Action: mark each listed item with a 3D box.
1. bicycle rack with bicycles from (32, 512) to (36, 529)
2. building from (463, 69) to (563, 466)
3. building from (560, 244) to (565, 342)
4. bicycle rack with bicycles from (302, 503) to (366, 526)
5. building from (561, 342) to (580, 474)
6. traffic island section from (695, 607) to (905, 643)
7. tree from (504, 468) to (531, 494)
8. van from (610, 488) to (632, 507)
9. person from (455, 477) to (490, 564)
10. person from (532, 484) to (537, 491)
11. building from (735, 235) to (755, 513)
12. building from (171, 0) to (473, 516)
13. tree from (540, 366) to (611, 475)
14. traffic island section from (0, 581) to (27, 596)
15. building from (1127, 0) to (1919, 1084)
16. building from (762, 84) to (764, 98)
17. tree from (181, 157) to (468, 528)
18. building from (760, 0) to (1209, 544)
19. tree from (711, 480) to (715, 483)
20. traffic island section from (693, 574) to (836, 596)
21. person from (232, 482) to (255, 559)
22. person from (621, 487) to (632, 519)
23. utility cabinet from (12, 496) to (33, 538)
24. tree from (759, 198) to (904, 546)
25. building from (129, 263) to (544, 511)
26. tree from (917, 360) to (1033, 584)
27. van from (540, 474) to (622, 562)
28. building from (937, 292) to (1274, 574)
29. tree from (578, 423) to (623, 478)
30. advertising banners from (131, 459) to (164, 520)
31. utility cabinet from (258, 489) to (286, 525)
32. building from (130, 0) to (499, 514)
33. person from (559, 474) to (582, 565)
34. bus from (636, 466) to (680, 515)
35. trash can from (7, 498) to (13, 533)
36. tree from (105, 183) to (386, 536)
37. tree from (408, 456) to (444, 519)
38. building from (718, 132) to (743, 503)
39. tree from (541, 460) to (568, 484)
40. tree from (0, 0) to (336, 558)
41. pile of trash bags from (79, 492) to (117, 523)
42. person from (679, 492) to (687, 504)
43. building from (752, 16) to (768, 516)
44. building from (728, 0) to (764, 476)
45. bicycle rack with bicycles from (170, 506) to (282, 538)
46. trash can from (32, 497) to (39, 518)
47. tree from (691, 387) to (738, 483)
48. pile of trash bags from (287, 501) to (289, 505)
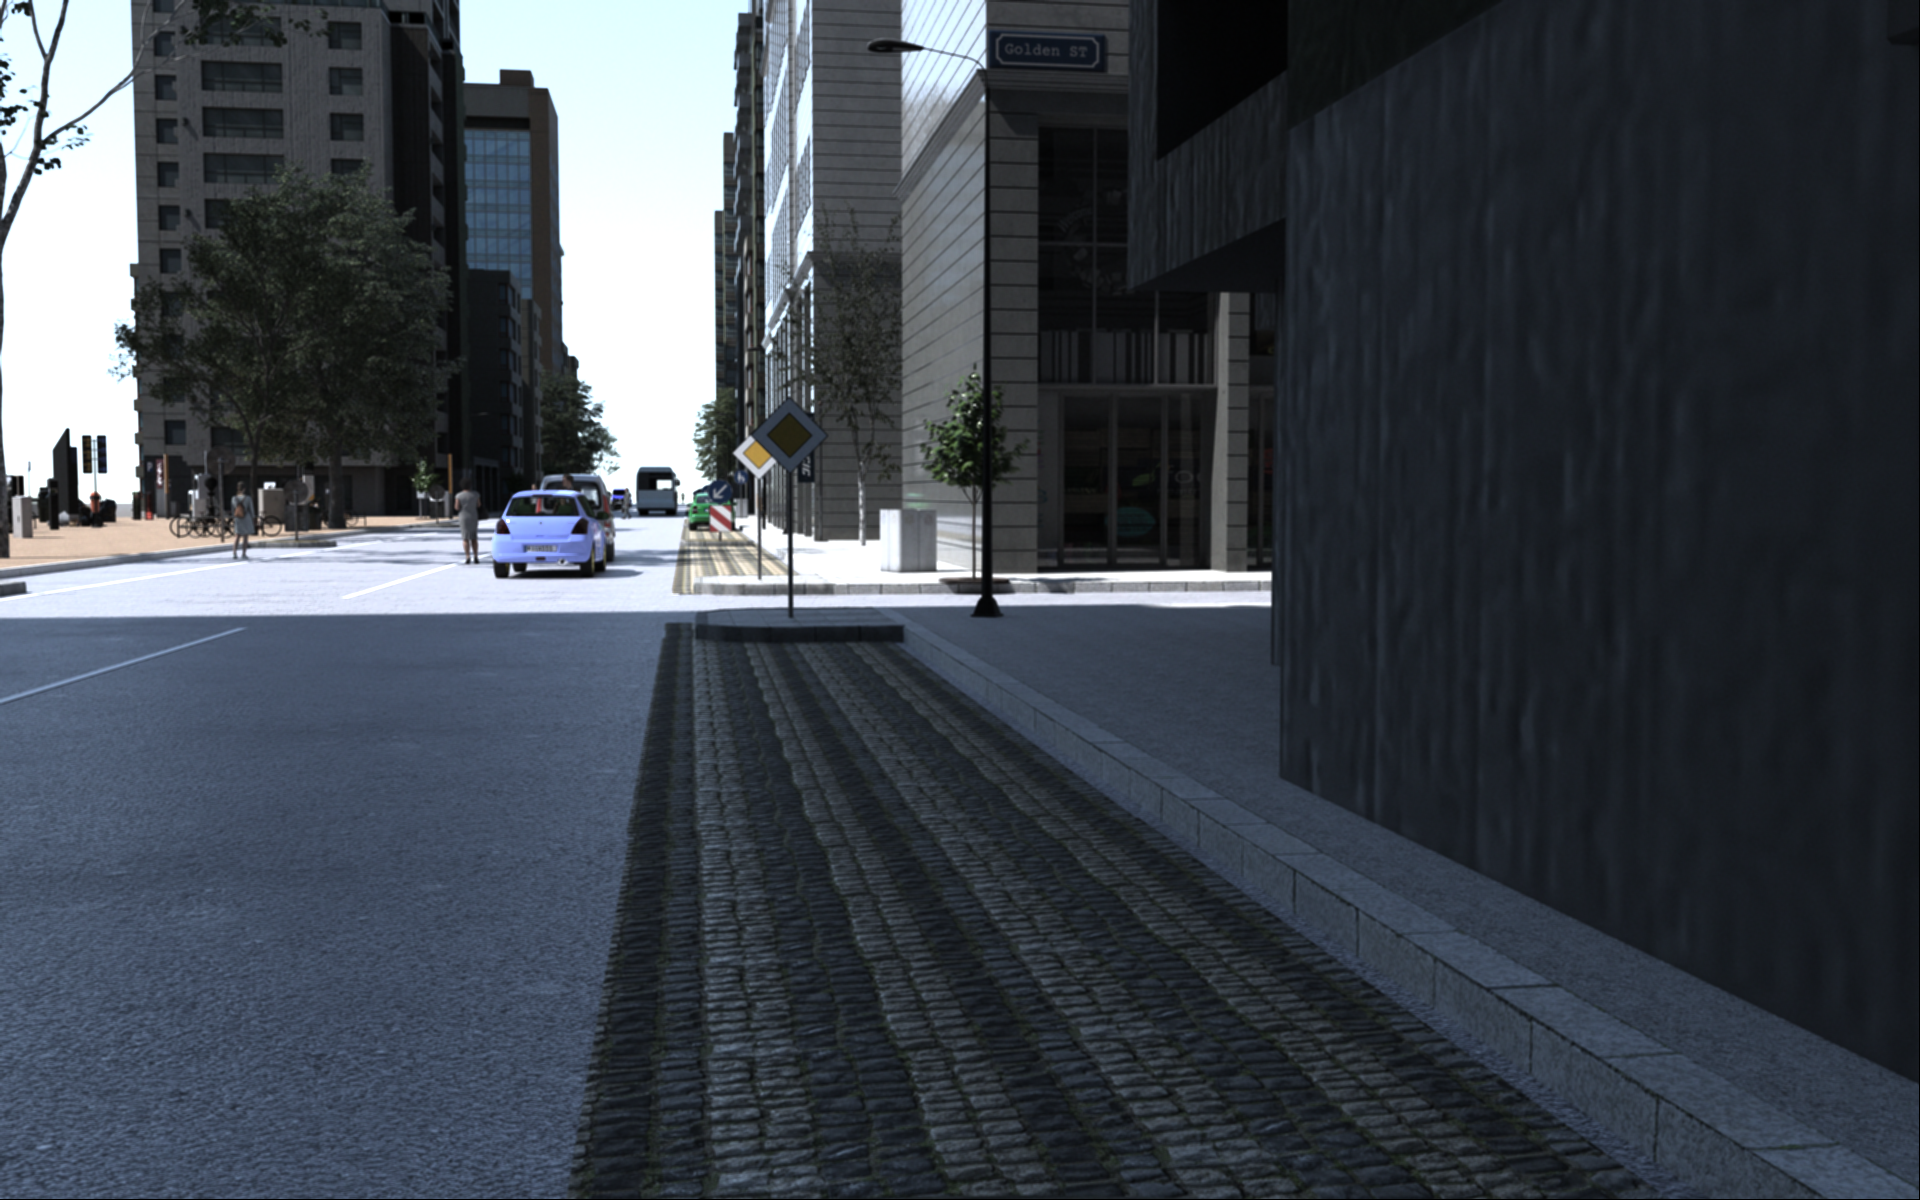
[{"bbox_3d":[-35.186,-3.077,63.693,2.852,0.926,2.925,1,4,9],"label":"bicycle rack with bicycles"},{"bbox_3d":[-50.583,-32.815,186.639,14.600,45.320,14.200,-1,4,-9],"label":"building"},{"bbox_3d":[-66.589,-33.147,233.828,32.217,40.220,23.993,-1,4,-9],"label":"building"},{"bbox_3d":[-25.281,-3.410,69.136,2.852,0.926,2.925,2,4,24],"label":"bicycle rack with bicycles"},{"bbox_3d":[-60.772,-22.232,208.531,27.650,21.520,28.899,-1,4,-9],"label":"building"},{"bbox_3d":[-1.741,0.259,18.039,2.009,0.180,2.903,-1,4,-9],"label":"traffic island section"},{"bbox_3d":[-33.016,-8.297,130.263,1.663,3.219,1.824,0,3,0],"label":"tree"},{"bbox_3d":[-36.188,-11.061,185.225,2.240,2.365,5.245,0,4,-7],"label":"van"},{"bbox_3d":[-10.018,-1.631,35.520,0.716,1.782,0.532,-2,4,-30],"label":"person"},{"bbox_3d":[-15.499,-3.340,63.201,0.635,1.810,0.391,2,4,32],"label":"person"},{"bbox_3d":[-2.817,-17.573,132.360,27.650,21.520,28.899,-1,4,-9],"label":"building"},{"bbox_3d":[-37.584,-20.321,103.948,14.160,30.474,14.107,-1,4,-9],"label":"building"},{"bbox_3d":[-39.975,-16.277,172.777,9.857,13.997,8.962,0,3,0],"label":"tree"},{"bbox_3d":[-14.430,-0.114,24.147,2.009,0.180,2.903,-1,4,-9],"label":"traffic island section"},{"bbox_3d":[8.057,-14.579,10.065,14.160,30.474,14.107,-1,4,-9],"label":"building"},{"bbox_3d":[-2.548,-18.113,89.654,14.314,27.812,24.014,-1,4,-9],"label":"building"},{"bbox_3d":[-23.474,-9.656,64.530,9.857,13.997,8.962,0,3,0],"label":"tree"},{"bbox_3d":[-1.002,-17.433,62.519,11.434,29.767,29.804,-1,4,-9],"label":"building"},{"bbox_3d":[-30.963,-13.626,217.390,1.663,3.219,1.824,0,3,0],"label":"tree"},{"bbox_3d":[-2.977,-0.223,25.929,2.009,0.180,2.903,-1,4,-9],"label":"traffic island section"},{"bbox_3d":[-15.792,-1.749,38.105,0.512,1.701,0.522,-1,4,-9],"label":"person"},{"bbox_3d":[-19.142,-5.546,99.279,0.767,1.812,0.694,-2,4,-33],"label":"person"},{"bbox_3d":[-27.451,-2.417,50.686,0.306,1.237,1.020,-3,5,-42],"label":"utility cabinet"},{"bbox_3d":[-2.562,-5.645,42.655,4.360,8.622,3.978,0,3,0],"label":"tree"},{"bbox_3d":[-50.600,-18.417,146.157,27.650,21.520,28.899,-1,4,-9],"label":"building"},{"bbox_3d":[0.317,-1.867,25.126,1.663,3.219,1.824,0,3,0],"label":"tree"},{"bbox_3d":[-8.433,-1.895,37.992,2.013,2.044,4.112,-1,4,-11],"label":"van"},{"bbox_3d":[14.124,-15.716,34.453,29.804,29.767,11.434,-1,4,-9],"label":"building"},{"bbox_3d":[-53.633,-20.186,255.797,9.928,11.665,9.643,0,3,0],"label":"tree"},{"bbox_3d":[-40.164,-5.474,85.681,2.074,3.025,0.090,1,4,18],"label":"advertising banners"},{"bbox_3d":[-28.647,-3.883,72.165,0.318,1.500,1.173,2,4,27],"label":"utility cabinet"},{"bbox_3d":[-43.447,-41.690,119.880,20.563,71.187,20.611,-1,4,-9],"label":"building"},{"bbox_3d":[-7.994,-1.642,35.251,0.656,1.842,0.836,-2,4,-32],"label":"person"},{"bbox_3d":[-21.183,-7.745,121.489,2.948,3.499,13.247,-1,4,-8],"label":"bus"},{"bbox_3d":[-31.119,-2.751,56.626,0.748,1.137,0.748,0,3,0],"label":"trash can"},{"bbox_3d":[-21.798,-7.247,52.905,8.767,10.594,7.601,-1,4,-13],"label":"tree"},{"bbox_3d":[-27.087,-5.698,87.769,1.663,3.219,1.824,0,3,0],"label":"tree"},{"bbox_3d":[-20.143,-31.556,199.541,14.154,41.232,14.086,-1,4,-9],"label":"building"},{"bbox_3d":[-38.832,-11.116,165.464,4.285,4.588,4.351,0,3,0],"label":"tree"},{"bbox_3d":[-19.476,-10.988,35.535,12.611,20.169,13.585,0,3,0],"label":"tree"},{"bbox_3d":[-39.172,-4.191,78.279,1.912,1.369,3.447,-2,4,-31],"label":"pile of trash bags"},{"bbox_3d":[-38.265,-14.076,239.353,1.217,1.735,0.721,0,4,8],"label":"person"},{"bbox_3d":[-6.134,-20.682,109.846,14.160,30.474,14.107,-1,4,-9],"label":"building"},{"bbox_3d":[-9.525,-33.105,160.875,23.786,49.044,30.456,-1,4,-9],"label":"building"},{"bbox_3d":[-22.036,-2.326,51.415,2.925,0.926,2.852,0,4,1],"label":"bicycle rack with bicycles"},{"bbox_3d":[-49.386,-4.943,92.467,0.748,1.137,0.748,0,3,0],"label":"trash can"},{"bbox_3d":[-24.979,-16.229,183.473,7.486,12.596,7.792,0,3,0],"label":"tree"},{"bbox_3d":[-36.963,-5.151,93.964,1.912,1.369,3.447,-3,4,-38],"label":"pile of trash bags"}]
